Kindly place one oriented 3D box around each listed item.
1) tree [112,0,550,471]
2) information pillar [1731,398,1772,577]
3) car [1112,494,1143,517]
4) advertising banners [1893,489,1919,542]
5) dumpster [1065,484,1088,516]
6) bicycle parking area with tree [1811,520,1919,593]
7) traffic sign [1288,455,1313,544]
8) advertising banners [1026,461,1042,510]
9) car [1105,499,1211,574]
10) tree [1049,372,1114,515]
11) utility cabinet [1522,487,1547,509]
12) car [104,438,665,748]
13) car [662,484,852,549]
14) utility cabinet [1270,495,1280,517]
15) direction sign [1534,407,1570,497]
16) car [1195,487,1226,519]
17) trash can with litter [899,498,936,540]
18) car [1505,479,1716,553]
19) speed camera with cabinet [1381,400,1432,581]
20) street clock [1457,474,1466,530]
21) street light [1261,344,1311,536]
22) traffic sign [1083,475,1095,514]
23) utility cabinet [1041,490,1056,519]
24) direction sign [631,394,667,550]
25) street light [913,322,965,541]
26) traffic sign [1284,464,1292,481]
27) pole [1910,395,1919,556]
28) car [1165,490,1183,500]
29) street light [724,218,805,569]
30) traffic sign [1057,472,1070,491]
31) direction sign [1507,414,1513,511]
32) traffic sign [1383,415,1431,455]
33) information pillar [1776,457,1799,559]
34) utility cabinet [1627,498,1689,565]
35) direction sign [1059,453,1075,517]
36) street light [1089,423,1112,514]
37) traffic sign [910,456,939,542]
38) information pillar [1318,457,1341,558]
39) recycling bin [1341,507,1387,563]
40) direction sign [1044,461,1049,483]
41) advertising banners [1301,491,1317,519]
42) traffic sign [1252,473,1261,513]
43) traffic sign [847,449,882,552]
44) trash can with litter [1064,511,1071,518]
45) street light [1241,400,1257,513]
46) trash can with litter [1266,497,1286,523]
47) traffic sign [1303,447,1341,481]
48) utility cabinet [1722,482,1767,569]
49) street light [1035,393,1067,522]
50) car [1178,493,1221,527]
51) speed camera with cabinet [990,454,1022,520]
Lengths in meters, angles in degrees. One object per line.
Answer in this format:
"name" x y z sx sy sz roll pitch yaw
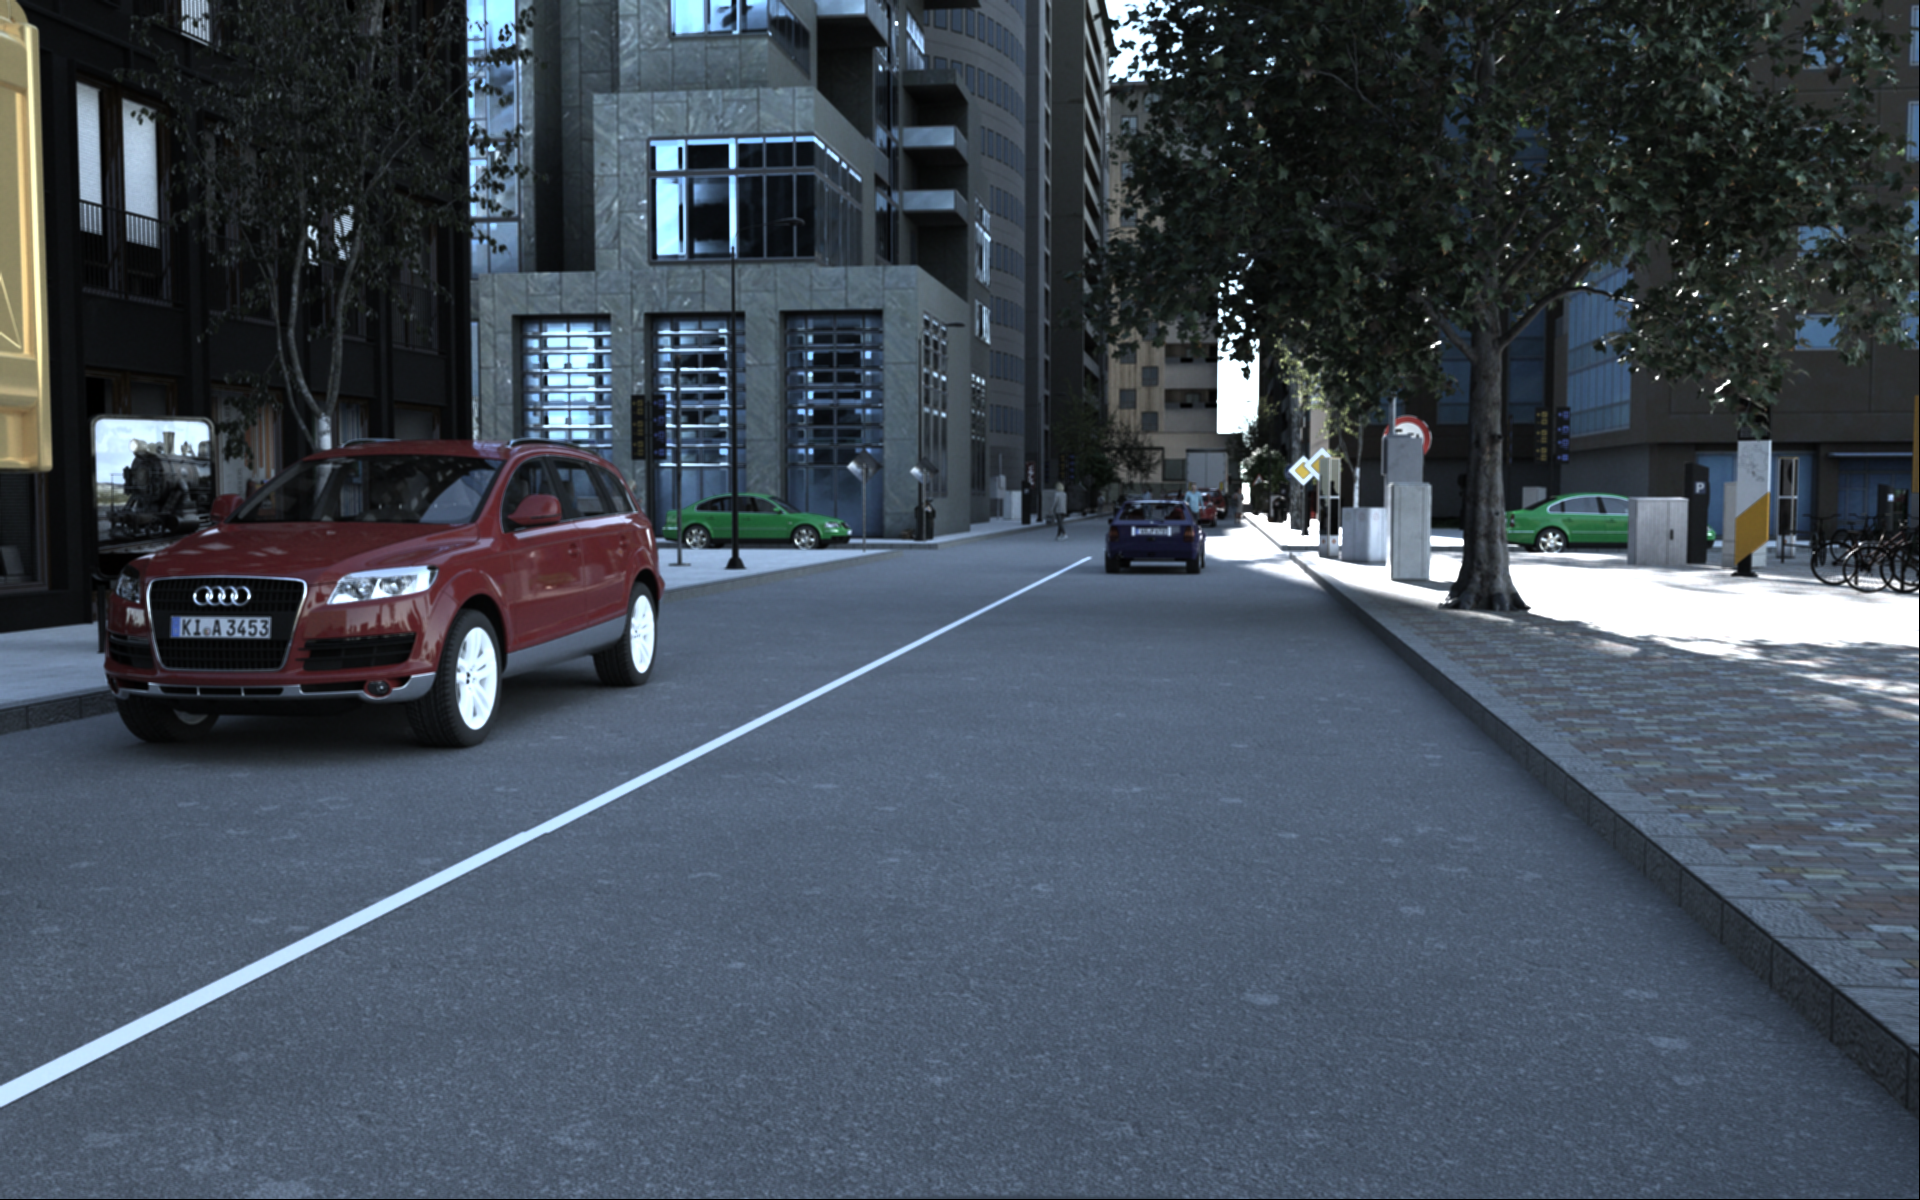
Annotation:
"tree" -6.179 -4.069 16.891 4.360 8.622 3.978 0 3 0
"information pillar" 12.269 -2.167 26.792 0.504 3.616 0.183 3 5 43
"car" 9.966 -5.604 101.405 2.009 1.686 4.222 1 4 9
"advertising banners" 24.704 -2.933 44.138 0.090 3.025 2.074 -3 4 -39
"dumpster" 6.664 -5.764 99.992 1.264 1.857 1.865 1 4 9
"bicycle parking area with tree" 15.160 -2.033 20.234 9.016 4.147 8.231 1 4 23
"traffic sign" 8.883 -2.520 44.840 0.795 2.450 0.064 1 4 8
"advertising banners" 4.510 -5.852 91.860 2.074 3.025 0.090 0 4 -1
"car" 3.716 -1.223 32.573 1.945 1.354 3.894 1 4 10
"tree" 7.204 -9.400 104.058 4.737 8.622 4.395 0 3 0
"utility cabinet" 17.597 -2.714 53.052 0.318 1.500 1.173 0 4 -3
"car" -3.535 -0.177 11.567 2.281 1.827 5.304 0 4 7
"car" -5.085 -2.126 43.563 4.718 1.807 1.959 0 4 7
"utility cabinet" 16.671 -4.927 91.723 0.306 1.237 1.020 2 4 26
"direction sign" 15.415 -3.251 45.147 0.876 3.537 0.379 0 4 8
"car" 14.201 -5.572 99.772 2.281 1.827 5.304 0 4 7
"trash can with litter" -1.217 -2.276 48.592 1.055 1.170 0.624 1 4 20
"car" 14.828 -1.895 39.788 4.718 1.807 1.959 0 4 8
"speed camera with cabinet" 6.791 -1.956 26.309 0.660 3.252 2.038 1 4 10
"street clock" 17.967 -3.499 61.786 0.471 2.002 0.358 -3 4 -39
"street light" 10.041 -4.922 53.011 1.470 5.913 1.316 1 4 8
"traffic sign" 8.440 -6.939 113.557 0.768 2.556 0.104 1 4 10
"utility cabinet" 4.543 -4.772 86.706 0.318 1.500 1.173 -2 4 -35
"direction sign" -7.087 -2.905 39.489 0.876 3.537 0.379 1 4 18
"street light" -0.552 -4.557 47.045 1.470 5.913 1.316 1 4 8
"traffic sign" 13.820 -4.389 71.860 0.768 2.556 0.104 1 4 12
"pole" 19.800 -2.569 35.846 0.158 3.312 0.155 0 3 0
"car" 21.366 -10.003 172.228 2.281 1.827 5.304 0 4 7
"street light" -3.309 -3.476 29.375 1.470 5.913 1.316 1 4 8
"traffic sign" 5.878 -6.009 98.352 0.768 2.556 0.104 1 4 14
"direction sign" 15.769 -3.531 49.726 0.379 3.537 0.876 1 4 10
"traffic sign" 7.243 -1.715 28.141 0.768 2.556 0.104 1 4 9
"information pillar" 16.487 -1.837 34.520 0.304 2.012 0.304 3 5 39
"utility cabinet" 12.639 -1.236 31.365 1.020 1.237 0.306 -1 4 -9
"direction sign" 5.877 -6.330 95.489 0.876 3.537 0.379 0 4 -7
"street light" 9.130 -8.562 112.532 1.470 5.913 1.316 1 4 8
"traffic sign" -0.951 -2.610 46.316 0.795 2.450 0.064 1 4 8
"information pillar" 7.410 -1.850 34.742 0.304 2.012 0.304 -2 4 -30
"recycling bin" 7.685 -1.229 32.642 0.722 1.027 0.722 -2 4 -34
"direction sign" 5.714 -7.732 118.412 0.876 3.537 0.379 -2 4 -33
"advertising banners" 17.778 -5.583 87.462 2.074 3.025 0.090 2 4 33
"traffic sign" 18.664 -6.611 108.092 0.884 2.594 0.081 1 4 10
"traffic sign" -2.125 -2.127 38.418 0.795 2.450 0.064 1 4 8
"trash can with litter" 4.954 -4.723 88.604 1.055 1.170 0.624 3 4 37
"street light" 14.771 -6.918 85.655 1.470 5.913 1.316 1 4 8
"trash can with litter" 13.791 -3.941 75.828 0.624 1.170 1.055 -2 4 -26
"traffic sign" 7.709 -2.037 36.941 0.795 2.450 0.064 1 4 8
"utility cabinet" 13.501 -1.292 29.802 1.173 1.500 0.318 -3 5 -44
"street light" 4.199 -6.553 79.686 1.470 5.913 1.316 1 4 8
"car" 10.386 -4.116 76.333 2.155 1.783 4.494 1 4 10
"speed camera with cabinet" 2.293 -5.597 85.852 0.660 3.252 2.038 3 5 42
